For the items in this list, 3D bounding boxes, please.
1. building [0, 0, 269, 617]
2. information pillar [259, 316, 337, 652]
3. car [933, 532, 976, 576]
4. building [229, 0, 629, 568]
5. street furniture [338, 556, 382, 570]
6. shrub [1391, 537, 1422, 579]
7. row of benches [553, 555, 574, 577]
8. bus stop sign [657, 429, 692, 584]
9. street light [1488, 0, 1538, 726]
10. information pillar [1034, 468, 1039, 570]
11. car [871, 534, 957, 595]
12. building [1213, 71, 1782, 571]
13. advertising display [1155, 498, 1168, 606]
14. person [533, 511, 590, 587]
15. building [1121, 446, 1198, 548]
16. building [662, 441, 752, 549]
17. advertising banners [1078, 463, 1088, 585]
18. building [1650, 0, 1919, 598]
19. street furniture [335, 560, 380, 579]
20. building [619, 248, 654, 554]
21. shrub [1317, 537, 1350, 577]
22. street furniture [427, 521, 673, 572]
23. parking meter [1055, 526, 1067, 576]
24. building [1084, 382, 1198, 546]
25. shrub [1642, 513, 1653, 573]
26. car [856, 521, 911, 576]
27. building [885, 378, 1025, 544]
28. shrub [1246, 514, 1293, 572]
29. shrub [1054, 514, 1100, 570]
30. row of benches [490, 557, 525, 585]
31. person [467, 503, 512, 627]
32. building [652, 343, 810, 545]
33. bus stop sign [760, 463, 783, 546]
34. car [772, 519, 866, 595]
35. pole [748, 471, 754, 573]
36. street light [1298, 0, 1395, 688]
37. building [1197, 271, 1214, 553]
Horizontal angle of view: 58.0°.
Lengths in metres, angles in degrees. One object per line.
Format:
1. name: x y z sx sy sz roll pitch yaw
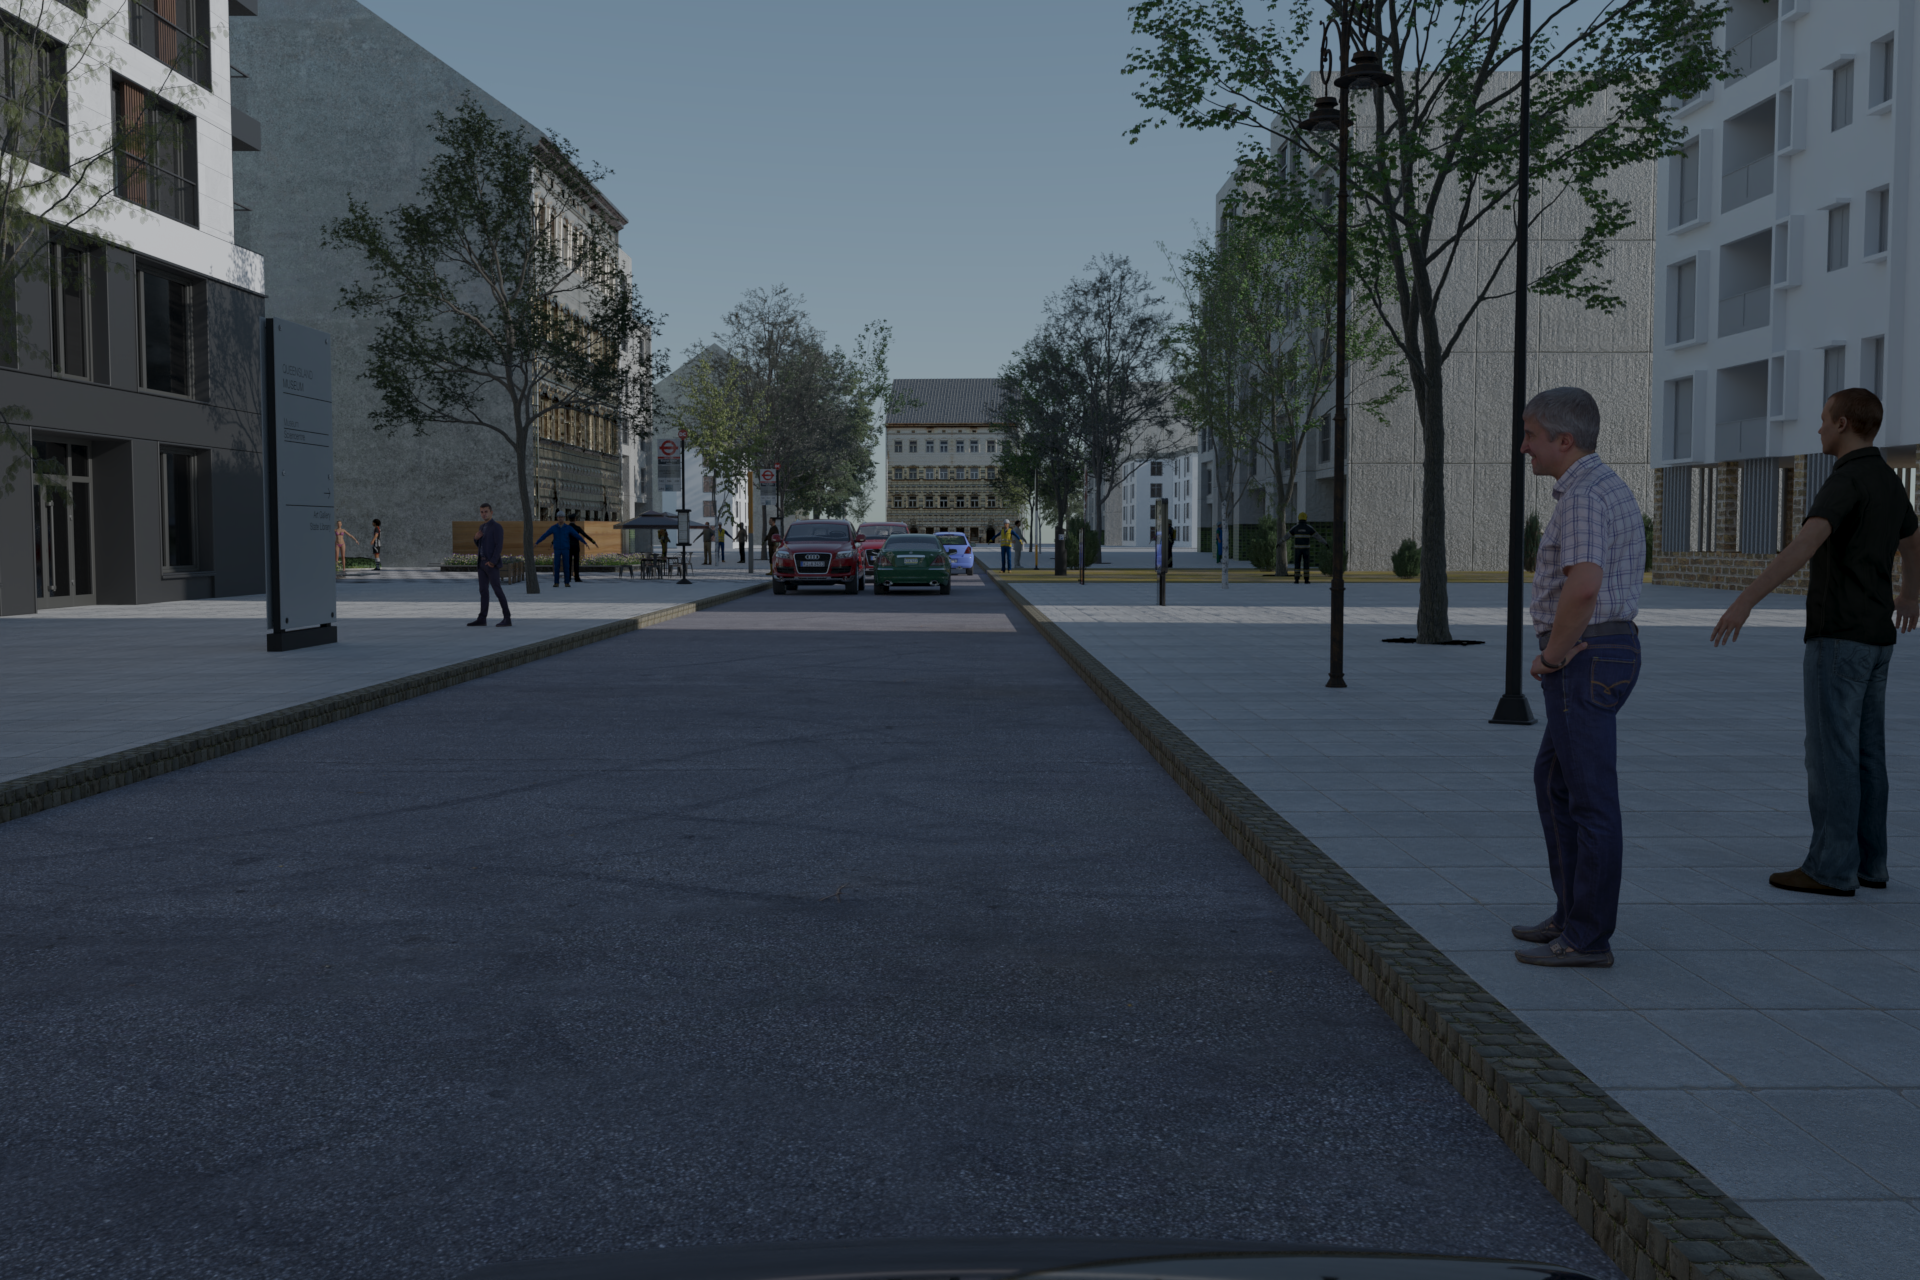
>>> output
1. building: -28.756 -10.803 20.604 27.936 21.610 32.646 0 4 0
2. information pillar: -7.462 -1.729 19.580 0.184 3.620 1.656 0 4 0
3. car: -0.396 -3.143 60.973 1.945 1.707 3.694 0 4 -1
4. building: -25.552 -14.896 74.473 19.493 23.208 18.063 0 4 -1
5. street furniture: -26.412 -2.861 62.396 10.072 0.657 5.734 0 4 2
6. shrub: 12.808 -2.350 49.537 1.383 1.207 1.383 0 3 0
7. row of benches: -11.904 -2.242 52.126 1.422 0.672 4.104 -1 4 -14
8. bus stop sign: -7.285 -3.397 44.250 0.855 3.939 0.416 0 4 -1
9. street light: 4.303 -2.389 11.598 1.470 5.913 1.316 0 4 -1
10. information pillar: 2.731 -4.317 61.931 0.183 3.616 0.504 0 4 -1
11. car: -1.131 -1.868 42.338 2.131 1.459 4.920 0 3 0
12. building: 21.716 -12.754 74.981 16.747 18.905 31.486 0 4 0
13. advertising display: 3.627 -1.589 31.187 0.123 1.923 0.974 0 4 0
14. person: -9.641 -2.202 41.886 1.347 1.842 0.705 -1 4 -11
15. building: 22.596 -14.467 178.674 9.099 9.664 28.070 0 4 -1
16. building: -24.813 -13.925 169.824 9.099 9.664 28.070 0 4 0
17. advertising banners: 3.113 -2.917 43.889 0.090 3.025 2.074 0 3 0
18. building: 22.443 -11.309 41.322 16.016 20.090 11.380 0 4 -1
19. street furniture: -21.307 -2.545 48.470 11.010 1.723 9.812 0 4 -3
20. building: -29.300 -14.463 102.928 16.747 18.905 31.486 0 4 -1
21. shrub: 11.196 -2.500 51.996 1.383 1.207 1.383 0 3 0
22. street furniture: -14.006 -3.272 60.358 11.010 1.723 9.812 0 4 6
23. parking meter: 3.108 -2.752 53.403 0.372 1.533 0.369 0 3 0
24. building: 24.548 -20.979 209.471 16.747 18.905 31.486 0 4 0
25. shrub: 22.901 -3.271 57.904 1.690 2.028 1.600 0 3 0
26. car: -2.326 -2.680 52.488 2.281 1.827 5.304 0 4 -1
27. building: -0.322 -25.043 242.838 18.063 23.208 19.493 0 4 5
28. shrub: 10.527 -3.332 58.901 1.690 2.028 1.600 0 3 0
29. shrub: 4.172 -3.501 61.656 1.690 2.028 1.600 0 3 0
30. row of benches: -11.975 -1.850 45.704 1.422 0.672 4.104 -1 4 -9
31. person: -6.541 -1.044 24.037 0.530 1.710 0.541 -3 4 -37
32. building: -28.227 -23.098 208.579 19.493 23.208 18.063 0 4 0
33. bus stop sign: -7.044 -4.659 64.870 0.855 3.939 0.416 0 4 -1
34. car: -3.427 -2.079 42.662 2.281 1.827 5.304 0 4 0
35. pole: -6.827 -3.832 56.490 0.158 3.312 0.155 0 3 0
36. street light: 3.156 -2.542 14.347 0.468 5.910 1.993 0 3 0
37. building: 25.378 -14.696 106.731 16.747 18.905 31.486 0 4 -1
